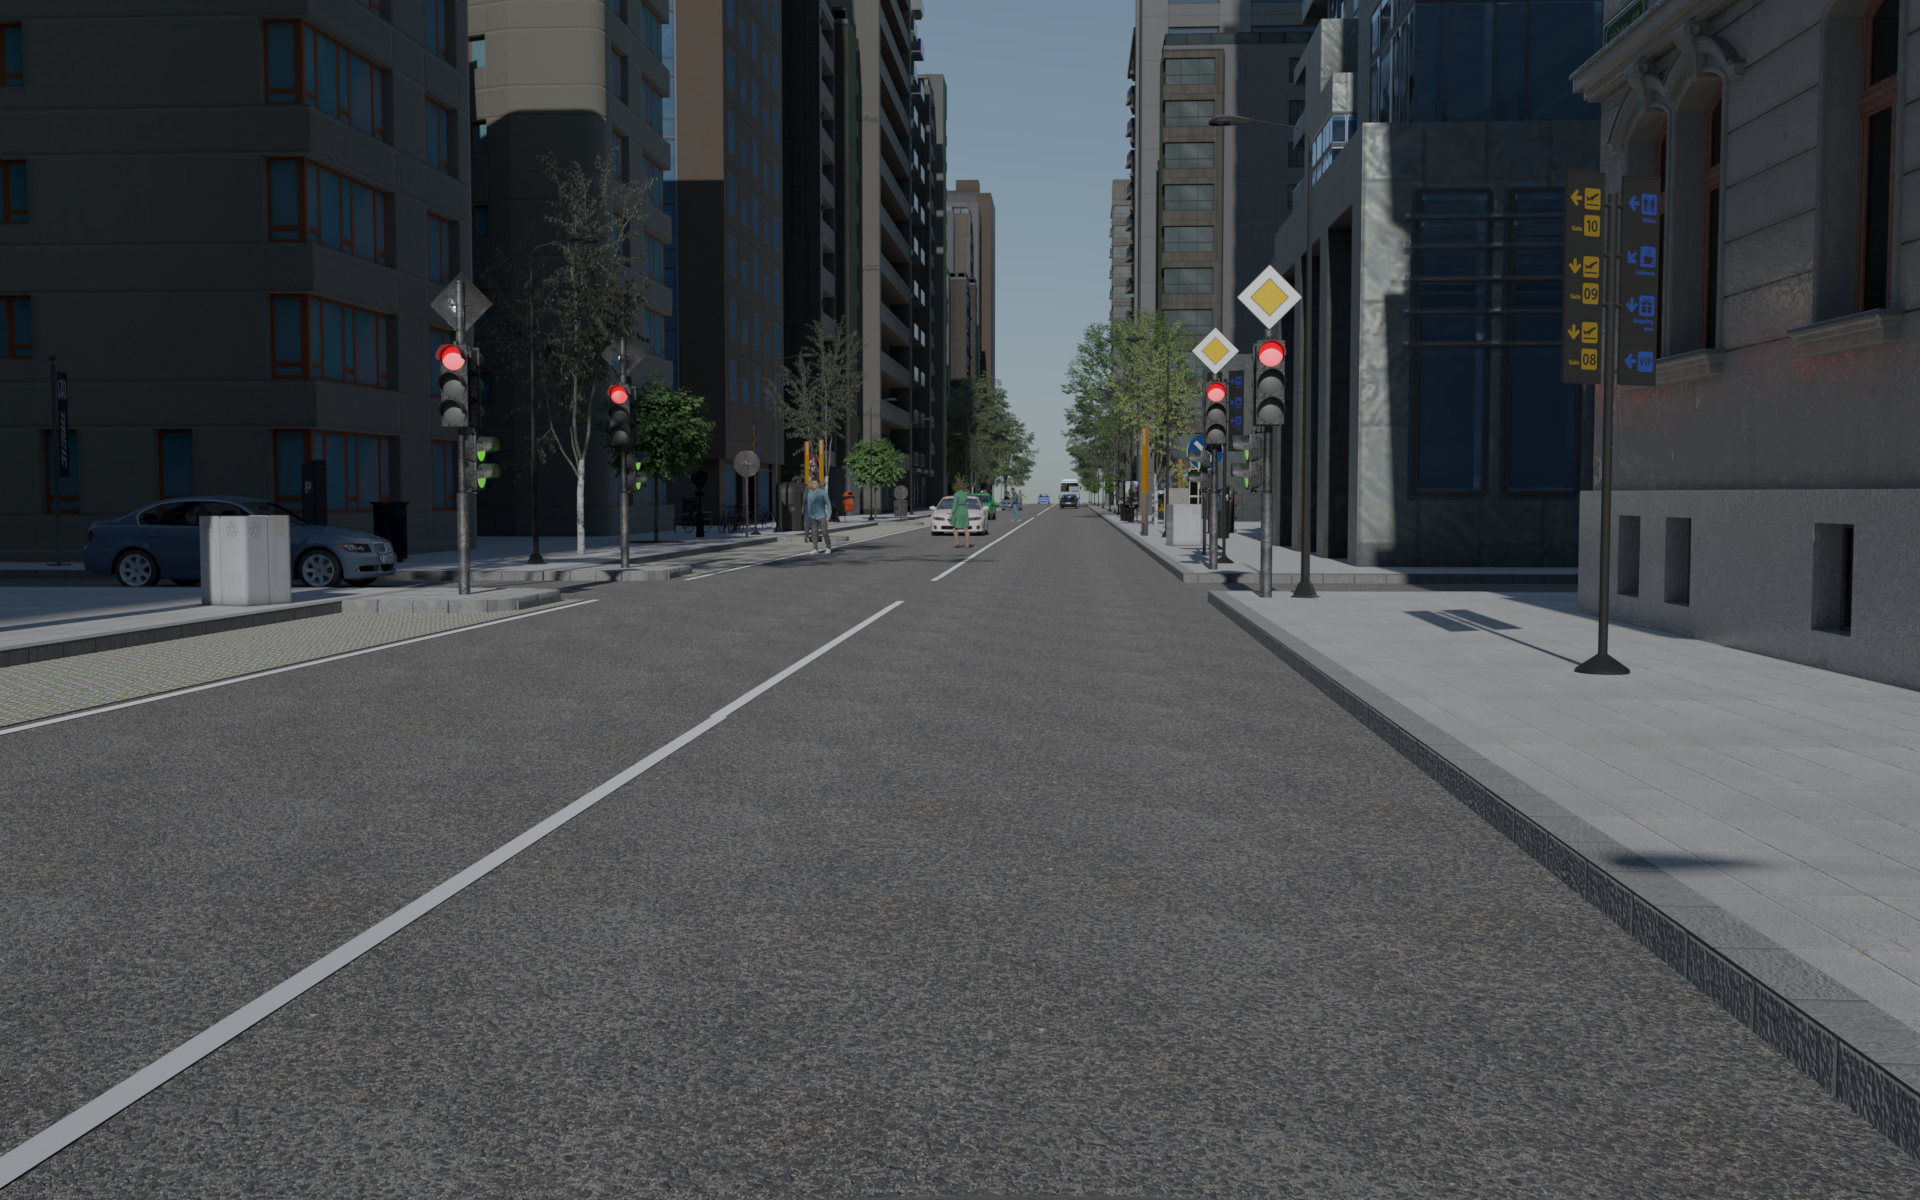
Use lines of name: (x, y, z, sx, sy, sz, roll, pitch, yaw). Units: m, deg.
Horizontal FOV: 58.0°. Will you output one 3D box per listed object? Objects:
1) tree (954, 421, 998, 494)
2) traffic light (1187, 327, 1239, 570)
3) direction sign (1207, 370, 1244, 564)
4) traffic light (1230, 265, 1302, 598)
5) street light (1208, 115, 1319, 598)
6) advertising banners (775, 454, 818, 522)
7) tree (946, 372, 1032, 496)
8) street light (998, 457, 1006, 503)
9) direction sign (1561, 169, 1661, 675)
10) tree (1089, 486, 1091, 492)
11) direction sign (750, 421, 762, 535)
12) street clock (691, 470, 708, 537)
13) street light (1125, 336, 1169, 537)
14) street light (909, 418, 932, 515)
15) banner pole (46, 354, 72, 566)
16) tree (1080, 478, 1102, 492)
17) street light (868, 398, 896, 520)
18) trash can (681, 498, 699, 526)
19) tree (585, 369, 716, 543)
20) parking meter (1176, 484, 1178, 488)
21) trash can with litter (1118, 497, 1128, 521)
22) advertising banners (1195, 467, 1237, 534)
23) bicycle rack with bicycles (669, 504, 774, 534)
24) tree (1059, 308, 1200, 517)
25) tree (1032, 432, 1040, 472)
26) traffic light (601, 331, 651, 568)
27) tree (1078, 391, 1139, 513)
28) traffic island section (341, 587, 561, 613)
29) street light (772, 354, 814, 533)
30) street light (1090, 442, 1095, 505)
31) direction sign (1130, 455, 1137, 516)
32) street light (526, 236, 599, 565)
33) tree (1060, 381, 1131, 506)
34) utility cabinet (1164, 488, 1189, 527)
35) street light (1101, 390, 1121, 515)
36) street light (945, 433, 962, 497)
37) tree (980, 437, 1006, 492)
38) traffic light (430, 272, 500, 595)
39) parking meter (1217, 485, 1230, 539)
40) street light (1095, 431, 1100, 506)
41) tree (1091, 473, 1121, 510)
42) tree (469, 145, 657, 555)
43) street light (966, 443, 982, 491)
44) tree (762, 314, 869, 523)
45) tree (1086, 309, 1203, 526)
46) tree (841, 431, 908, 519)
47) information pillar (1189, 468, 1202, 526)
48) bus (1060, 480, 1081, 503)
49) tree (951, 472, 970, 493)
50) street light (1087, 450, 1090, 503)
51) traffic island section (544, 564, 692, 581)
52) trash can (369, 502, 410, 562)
tree: (1.469, -13.510, 171.242, 4.360, 8.622, 3.978, 0, 3, 0)
traffic light: (4.290, -2.473, 29.347, 0.839, 4.253, 0.868, 0, 4, 4)
direction sign: (4.892, -2.447, 32.008, 0.379, 3.537, 0.876, -3, 5, -39)
traffic light: (3.778, -1.985, 21.378, 0.839, 4.253, 0.868, 0, 4, 4)
street light: (3.745, -2.986, 21.367, 1.470, 5.913, 1.316, 0, 4, 4)
advertising banners: (-7.175, -4.887, 76.082, 2.074, 3.025, 0.090, 1, 4, 20)
tree: (1.062, -16.721, 180.051, 9.857, 13.997, 8.962, 0, 3, 0)
street light: (4.707, -14.903, 216.201, 1.470, 5.913, 1.316, 0, 4, 4)
direction sign: (4.618, -1.244, 12.344, 0.876, 3.537, 0.379, -2, 4, -25)
tree: (17.183, -13.876, 221.469, 1.663, 3.219, 1.824, 0, 3, 0)
direction sign: (-6.397, -3.803, 54.175, 0.379, 3.537, 0.876, -1, 4, -17)
street clock: (-7.693, -2.853, 51.220, 0.471, 2.002, 0.358, -3, 5, -42)
street light: (5.585, -4.807, 51.136, 1.470, 5.913, 1.316, 0, 4, 4)
street light: (-2.440, -8.185, 106.366, 1.470, 5.913, 1.316, 0, 4, 4)
banner pole: (-16.196, -2.519, 31.195, 0.401, 3.779, 0.863, 0, 4, -6)
tree: (19.368, -16.645, 255.851, 4.285, 4.588, 4.351, 0, 3, 0)
street light: (-3.785, -6.829, 84.192, 1.470, 5.913, 1.316, 0, 4, 4)
trash can: (-10.763, -3.511, 69.054, 0.748, 1.137, 0.748, 0, 3, 0)
tree: (-8.127, -3.794, 45.738, 4.285, 4.588, 4.351, 0, 3, 0)
parking meter: (12.839, -5.859, 101.502, 0.255, 1.863, 0.399, 2, 4, 23)
trash can with litter: (7.859, -4.395, 83.242, 0.624, 1.170, 1.055, 0, 4, 0)
advertising banners: (8.207, -3.653, 55.921, 2.074, 3.025, 0.090, -3, 4, -38)
bicycle rack with bicycles: (-8.016, -2.673, 57.086, 2.852, 0.926, 2.925, 1, 4, 18)
tree: (9.402, -10.376, 95.400, 9.928, 11.665, 9.643, 0, 3, 0)
tree: (7.088, -21.888, 264.528, 9.857, 13.997, 8.962, 0, 3, 0)
traffic light: (-5.802, -2.511, 29.976, 0.839, 4.253, 0.868, 0, 4, 4)
tree: (10.028, -10.029, 114.331, 4.360, 8.622, 3.978, 0, 3, 0)
traffic island section: (-6.353, 0.008, 22.145, 2.009, 0.180, 2.903, 0, 4, 4)
street light: (-5.536, -5.195, 57.480, 1.470, 5.913, 1.316, 0, 4, 4)
street light: (10.522, -9.486, 127.644, 1.470, 5.913, 1.316, 0, 4, 4)
direction sign: (10.199, -6.723, 101.916, 0.379, 3.537, 0.876, -1, 4, -16)
street light: (-7.193, -3.598, 31.372, 1.470, 5.913, 1.316, 0, 4, 4)
tree: (15.997, -17.305, 189.583, 9.857, 13.997, 8.962, 0, 3, 0)
utility cabinet: (8.279, -3.490, 65.742, 1.173, 1.500, 0.318, -3, 4, -37)
street light: (7.159, -6.431, 77.687, 1.470, 5.913, 1.316, 0, 4, 4)
street light: (-0.567, -9.804, 132.837, 1.470, 5.913, 1.316, 0, 4, 4)
tree: (3.279, -15.592, 205.288, 4.737, 8.622, 4.395, 0, 3, 0)
traffic light: (-6.313, -2.024, 22.008, 0.839, 4.253, 0.868, 0, 4, 4)
parking meter: (7.579, -2.539, 49.916, 0.372, 1.533, 0.369, 0, 3, 0)
street light: (9.000, -8.047, 104.104, 1.470, 5.913, 1.316, 0, 4, 4)
tree: (12.206, -9.033, 142.283, 1.663, 3.219, 1.824, 0, 3, 0)
tree: (-8.201, -5.283, 36.739, 4.360, 8.622, 3.978, 0, 3, 0)
street light: (1.128, -11.409, 159.071, 1.470, 5.913, 1.316, 0, 4, 4)
tree: (-5.677, -7.370, 70.861, 4.360, 8.622, 3.978, 0, 3, 0)
tree: (7.776, -7.225, 68.493, 4.737, 8.622, 4.395, 0, 3, 0)
tree: (-4.444, -6.504, 90.048, 4.285, 4.588, 4.351, 0, 3, 0)
information pillar: (6.713, -2.748, 49.428, 0.304, 2.012, 0.304, 2, 4, 24)
bus: (14.571, -14.334, 229.221, 2.948, 3.499, 13.247, 0, 4, 4)
tree: (-0.142, -9.726, 153.619, 1.663, 3.219, 1.824, 0, 3, 0)
street light: (12.165, -11.083, 153.753, 1.470, 5.913, 1.316, 0, 4, 4)
traffic island section: (-5.841, -0.479, 30.113, 2.009, 0.180, 2.903, 0, 4, 4)
trash can: (-10.730, -1.283, 32.626, 0.748, 1.137, 0.748, 0, 3, 0)
